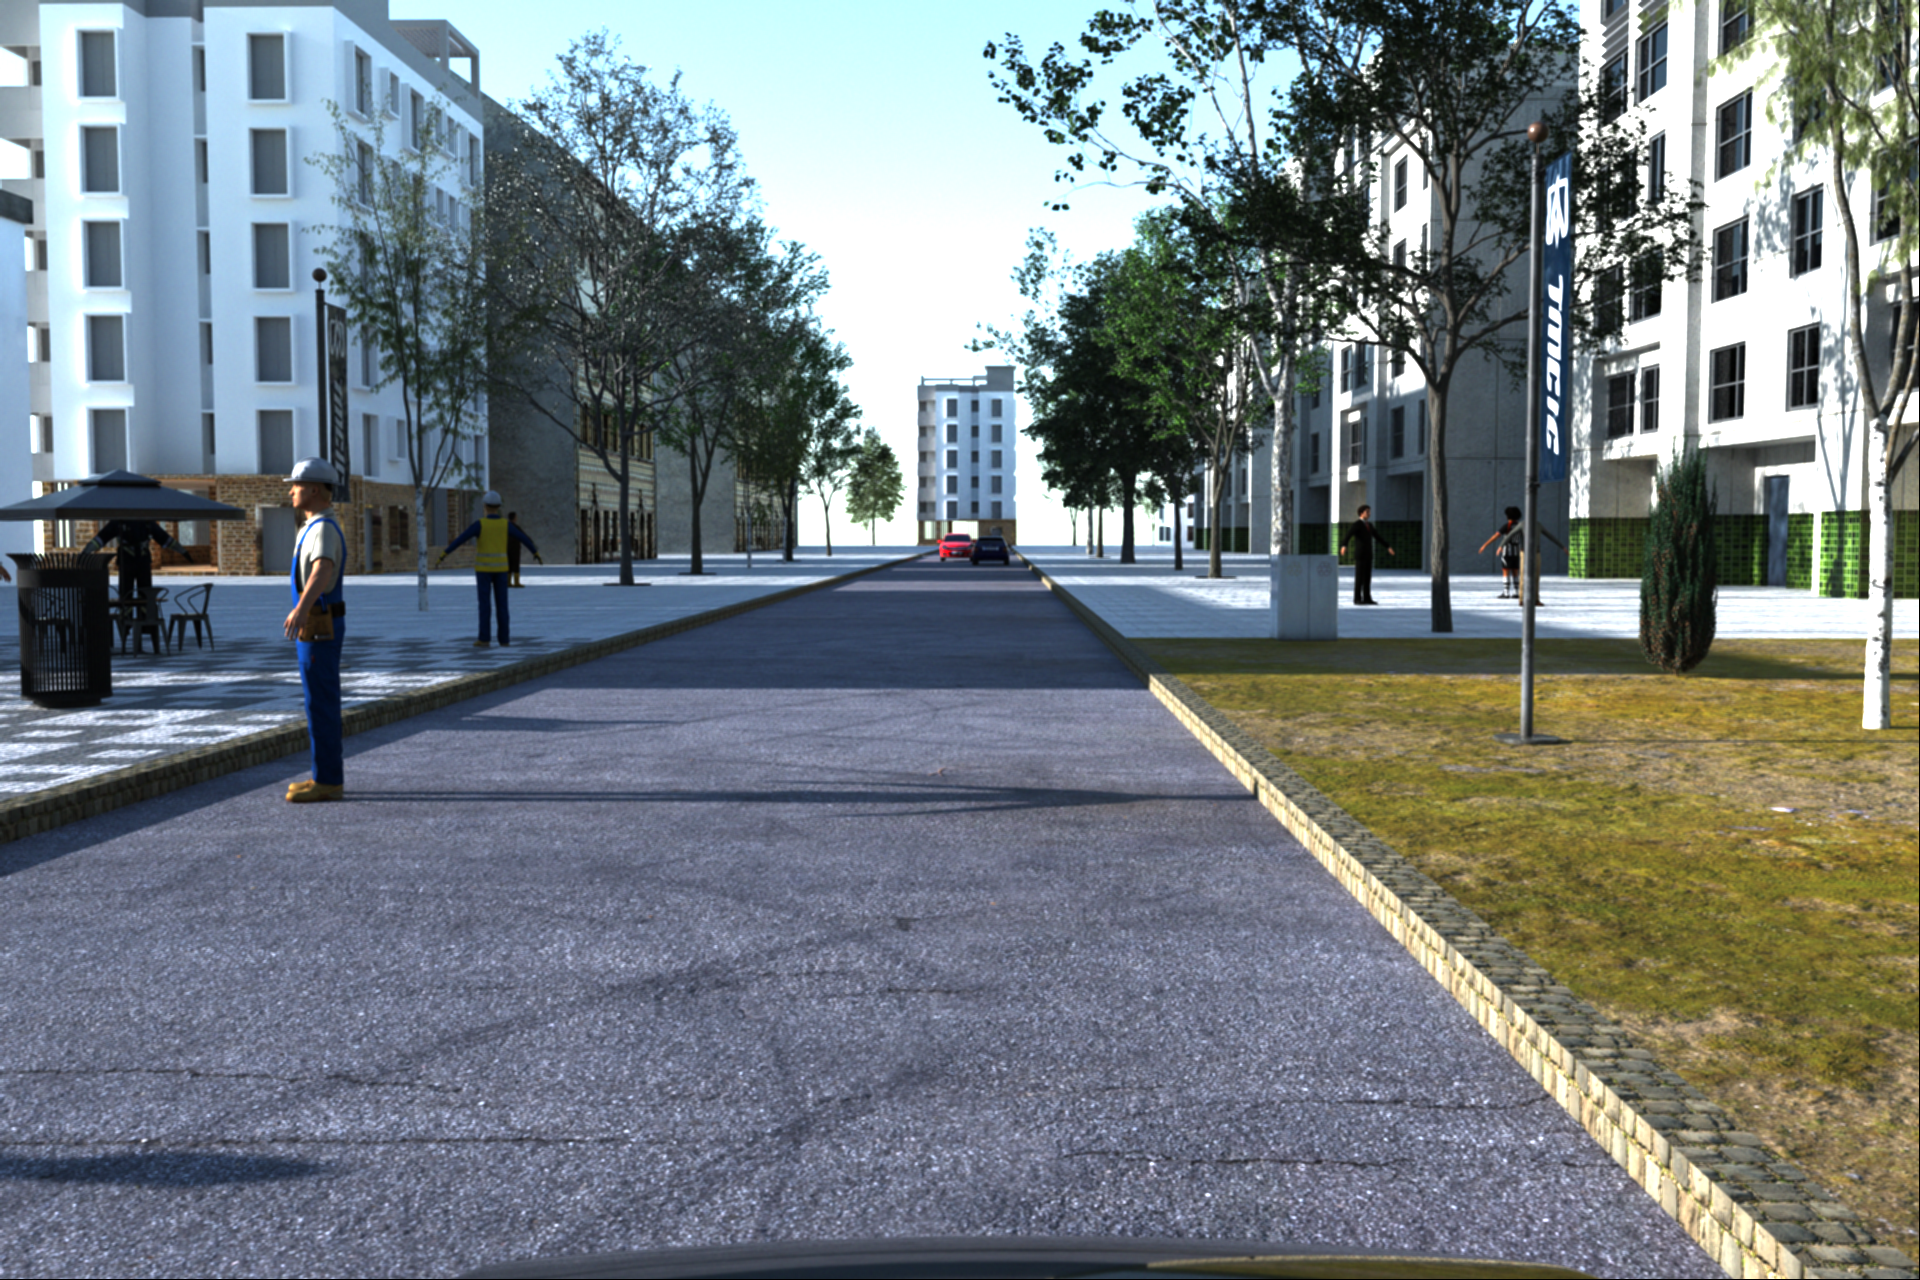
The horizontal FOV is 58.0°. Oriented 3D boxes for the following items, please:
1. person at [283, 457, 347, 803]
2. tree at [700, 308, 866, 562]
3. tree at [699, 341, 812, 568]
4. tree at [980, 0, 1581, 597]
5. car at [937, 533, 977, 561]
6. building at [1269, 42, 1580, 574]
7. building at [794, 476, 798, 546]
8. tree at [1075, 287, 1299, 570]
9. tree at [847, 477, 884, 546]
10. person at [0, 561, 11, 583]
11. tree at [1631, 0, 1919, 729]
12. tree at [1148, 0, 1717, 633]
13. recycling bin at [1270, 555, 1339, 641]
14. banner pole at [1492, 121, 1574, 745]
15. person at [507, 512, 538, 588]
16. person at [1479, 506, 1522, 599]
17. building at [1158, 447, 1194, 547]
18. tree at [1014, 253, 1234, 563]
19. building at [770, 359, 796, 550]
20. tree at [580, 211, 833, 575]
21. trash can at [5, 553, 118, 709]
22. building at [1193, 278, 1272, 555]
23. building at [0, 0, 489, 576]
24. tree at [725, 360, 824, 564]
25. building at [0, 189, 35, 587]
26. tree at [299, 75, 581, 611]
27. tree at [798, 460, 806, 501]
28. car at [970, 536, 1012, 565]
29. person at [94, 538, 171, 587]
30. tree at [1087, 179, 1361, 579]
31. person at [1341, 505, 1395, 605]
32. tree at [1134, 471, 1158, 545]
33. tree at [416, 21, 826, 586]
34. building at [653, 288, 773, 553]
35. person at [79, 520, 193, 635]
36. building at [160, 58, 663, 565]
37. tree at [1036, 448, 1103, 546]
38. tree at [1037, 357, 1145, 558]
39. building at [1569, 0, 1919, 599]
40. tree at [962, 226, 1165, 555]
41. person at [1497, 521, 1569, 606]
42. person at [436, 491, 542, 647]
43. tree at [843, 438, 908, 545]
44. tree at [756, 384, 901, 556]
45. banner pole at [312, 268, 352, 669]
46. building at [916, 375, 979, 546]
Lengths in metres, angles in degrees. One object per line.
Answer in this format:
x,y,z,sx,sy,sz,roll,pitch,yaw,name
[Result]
-3.507,-0.066,9.396,0.705,1.847,1.347,-1,4,-19,person
-8.112,-9.476,80.696,9.928,11.665,9.643,0,3,0,tree
-8.099,-6.978,64.450,4.360,8.622,3.978,0,3,0,tree
6.819,-11.005,35.828,12.611,20.169,13.585,0,3,0,tree
-0.131,-5.079,92.085,2.155,1.783,4.494,0,4,1,car
23.709,-12.516,71.088,16.747,18.905,31.486,0,4,1,building
-26.129,-18.689,172.021,16.747,18.905,31.486,0,4,1,building
7.904,-7.779,61.593,8.767,10.594,7.601,1,4,17,tree
-10.069,-14.834,192.896,4.360,8.622,3.978,0,3,0,tree
-7.816,-0.427,13.160,0.705,1.806,1.347,1,4,14,person
6.100,-3.736,11.441,4.360,8.622,3.978,0,3,0,tree
5.973,-5.377,22.321,7.601,10.594,8.767,-1,4,-11,tree
4.187,-0.523,21.101,0.722,1.027,0.722,0,4,2,recycling bin
3.504,-1.246,10.384,0.401,3.779,0.863,0,4,1,banner pole
-10.704,-2.166,41.552,1.346,1.812,0.704,2,4,28,person
10.928,-1.728,34.393,1.345,1.843,0.704,-1,4,-21,person
24.829,-13.709,166.284,9.099,9.664,28.070,0,4,1,building
7.333,-10.380,76.369,9.857,13.997,8.962,0,3,0,tree
-24.055,-19.252,145.700,19.493,23.208,18.063,0,4,0,building
-8.188,-7.878,54.567,9.928,11.665,9.643,0,3,0,tree
-6.670,-0.077,12.908,0.748,1.137,0.748,0,3,0,trash can
27.625,-16.019,128.374,16.747,18.905,31.486,0,4,1,building
-23.553,-12.119,54.559,16.016,20.090,11.380,0,4,0,building
-7.599,-7.528,73.442,4.737,8.622,4.395,0,3,0,tree
-24.217,-5.359,29.765,9.099,9.664,28.070,0,4,1,building
-9.152,-4.793,28.730,4.360,8.622,3.978,0,3,0,tree
-21.260,-16.551,196.366,9.928,11.665,9.643,0,3,0,tree
1.449,-4.175,80.835,1.945,1.354,3.894,0,4,2,car
-14.591,-1.457,30.548,1.216,1.740,0.721,-2,4,-25,person
7.583,-7.596,49.955,9.928,11.665,9.643,0,3,0,tree
7.366,-1.548,31.499,1.347,1.806,0.705,-2,4,-35,person
22.031,-14.958,194.933,4.360,8.622,3.978,0,3,0,tree
-8.449,-8.097,42.755,12.009,13.543,11.850,0,3,0,tree
-24.120,-18.012,125.425,19.493,23.208,18.063,0,4,2,building
-10.527,-0.998,22.101,1.354,1.856,0.705,-3,4,-37,person
-25.013,-15.241,80.112,19.493,23.208,18.063,0,4,0,building
12.569,-16.281,191.945,9.928,11.665,9.643,0,3,0,tree
7.662,-10.208,92.660,9.928,11.665,9.643,0,3,0,tree
26.127,-10.312,35.062,16.747,18.905,31.486,0,4,1,building
7.036,-15.389,107.497,12.611,20.169,13.585,0,3,0,tree
10.148,-1.499,30.775,1.348,1.796,0.705,0,4,-8,person
-5.366,-0.816,19.805,1.216,1.772,0.721,-2,4,-31,person
-9.598,-17.239,199.988,7.486,12.596,7.792,0,3,0,tree
-7.649,-10.182,100.881,8.767,10.594,7.601,-1,4,-9,tree
-6.019,-1.629,16.645,0.401,3.779,0.863,0,4,2,banner pole
-4.712,-20.822,199.311,11.380,20.090,16.016,0,4,7,building
